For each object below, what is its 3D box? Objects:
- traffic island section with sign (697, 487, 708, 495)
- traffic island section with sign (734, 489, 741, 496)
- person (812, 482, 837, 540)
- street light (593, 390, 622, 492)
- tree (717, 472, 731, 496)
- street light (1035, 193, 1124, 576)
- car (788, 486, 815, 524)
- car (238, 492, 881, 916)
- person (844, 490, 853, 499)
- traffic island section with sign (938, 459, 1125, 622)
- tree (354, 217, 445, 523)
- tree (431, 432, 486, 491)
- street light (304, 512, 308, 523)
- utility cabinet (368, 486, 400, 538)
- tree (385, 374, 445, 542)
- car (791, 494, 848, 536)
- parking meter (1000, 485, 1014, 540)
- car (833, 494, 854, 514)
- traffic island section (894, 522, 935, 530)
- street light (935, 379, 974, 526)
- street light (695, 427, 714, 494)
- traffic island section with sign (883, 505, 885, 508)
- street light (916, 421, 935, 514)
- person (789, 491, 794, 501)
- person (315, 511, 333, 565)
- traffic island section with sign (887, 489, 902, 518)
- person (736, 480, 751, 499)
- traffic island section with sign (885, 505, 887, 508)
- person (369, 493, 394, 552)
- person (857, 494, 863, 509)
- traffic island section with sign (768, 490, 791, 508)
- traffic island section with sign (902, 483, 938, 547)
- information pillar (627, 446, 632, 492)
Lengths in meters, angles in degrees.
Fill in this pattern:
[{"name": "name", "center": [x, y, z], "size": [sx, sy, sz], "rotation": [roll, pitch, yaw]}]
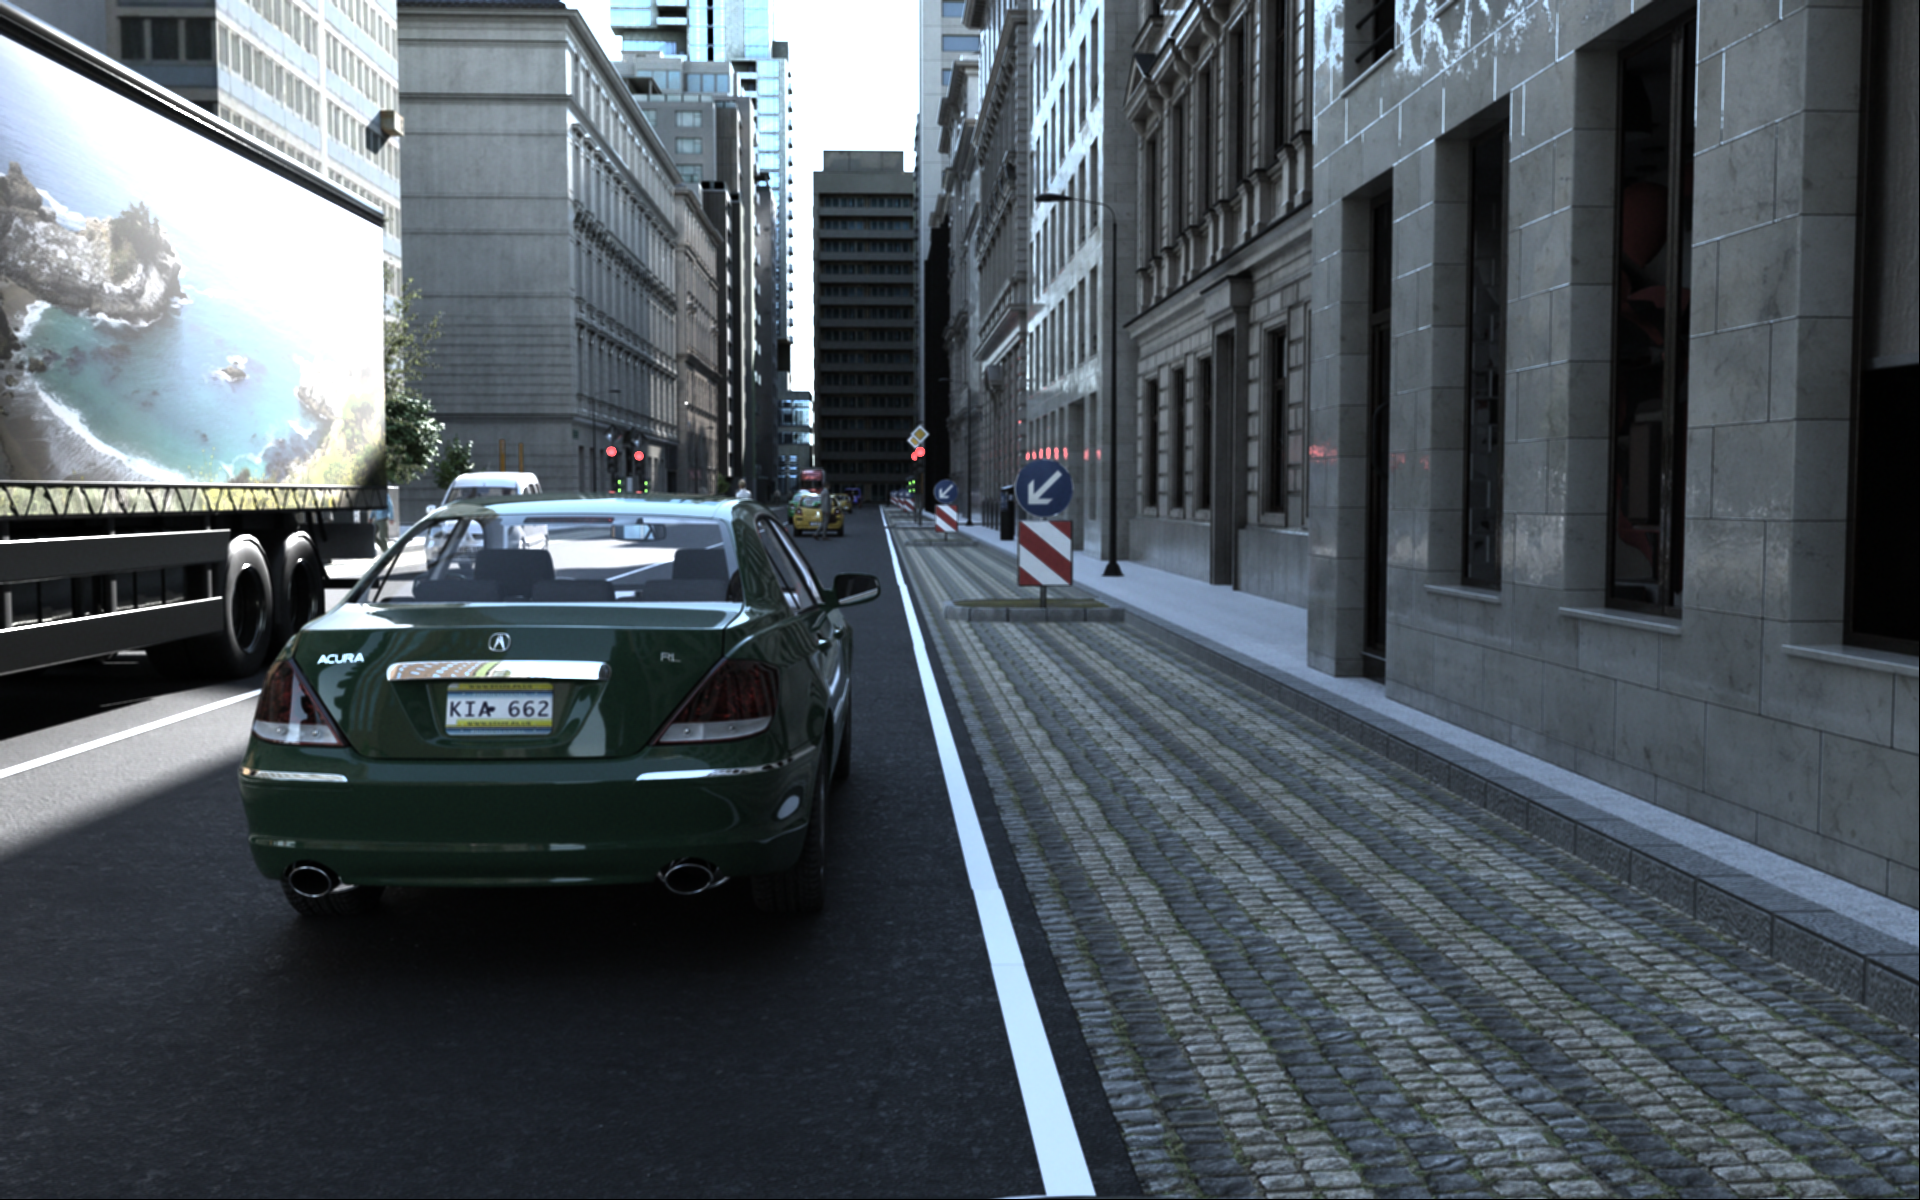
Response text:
[{"name": "traffic island section with sign", "center": [-15.166, -5.728, 102.278], "size": [1.989, 1.847, 2.006], "rotation": [0, 4, -3]}, {"name": "traffic island section with sign", "center": [-16.467, -7.380, 129.283], "size": [1.989, 1.847, 2.006], "rotation": [0, 4, -3]}, {"name": "person", "center": [-4.174, -2.773, 53.954], "size": [0.853, 1.813, 0.709], "rotation": [-2, 4, -25]}, {"name": "street light", "center": [-15.740, -6.398, 77.154], "size": [1.470, 5.913, 1.316], "rotation": [0, 4, -3]}, {"name": "tree", "center": [-20.913, -9.530, 150.419], "size": [1.663, 3.219, 1.824], "rotation": [0, 3, 0]}, {"name": "street light", "center": [1.854, -3.327, 26.945], "size": [1.470, 5.913, 1.316], "rotation": [0, 4, -3]}, {"name": "car", "center": [-7.419, -4.635, 84.582], "size": [1.959, 1.807, 4.718], "rotation": [0, 4, -2]}, {"name": "car", "center": [-1.410, 0.272, 7.344], "size": [2.131, 1.459, 4.920], "rotation": [0, 4, -2]}, {"name": "person", "center": [-10.559, -9.308, 160.651], "size": [1.348, 1.831, 0.705], "rotation": [1, 4, 8]}, {"name": "traffic island section with sign", "center": [0.802, -0.706, 20.170], "size": [1.989, 1.847, 2.006], "rotation": [0, 4, -3]}, {"name": "tree", "center": [-14.784, -5.624, 42.317], "size": [4.360, 8.622, 3.978], "rotation": [0, 3, 0]}, {"name": "tree", "center": [-15.588, -3.638, 54.091], "size": [1.663, 3.219, 1.824], "rotation": [0, 3, 0]}, {"name": "street light", "center": [-13.844, -4.005, 38.017], "size": [1.470, 5.913, 1.316], "rotation": [0, 4, -3]}, {"name": "utility cabinet", "center": [-16.499, -2.503, 49.605], "size": [0.318, 1.500, 1.173], "rotation": [1, 4, 13]}, {"name": "tree", "center": [-15.710, -3.871, 47.008], "size": [4.285, 4.588, 4.351], "rotation": [0, 3, 0]}, {"name": "car", "center": [-4.879, -3.045, 60.005], "size": [2.015, 1.641, 3.980], "rotation": [0, 4, -3]}, {"name": "parking meter", "center": [1.313, -2.433, 48.183], "size": [0.372, 1.533, 0.369], "rotation": [0, 3, 0]}, {"name": "car", "center": [-8.901, -7.255, 128.836], "size": [2.015, 1.641, 3.980], "rotation": [0, 4, -1]}, {"name": "traffic island section", "center": [-1.592, -2.923, 70.074], "size": [2.009, 0.180, 2.903], "rotation": [0, 4, -3]}, {"name": "street light", "center": [-0.155, -5.951, 69.834], "size": [1.470, 5.913, 1.316], "rotation": [0, 4, -3]}, {"name": "street light", "center": [-17.746, -9.022, 120.049], "size": [1.470, 5.913, 1.316], "rotation": [0, 4, -3]}, {"name": "traffic island section with sign", "center": [-6.839, -10.463, 179.689], "size": [1.989, 1.847, 2.006], "rotation": [0, 4, -3]}, {"name": "street light", "center": [-2.129, -8.427, 110.320], "size": [1.470, 5.913, 1.316], "rotation": [0, 4, -3]}, {"name": "person", "center": [-18.754, -11.255, 193.230], "size": [0.721, 1.736, 1.217], "rotation": [2, 4, 25]}, {"name": "person", "center": [-12.972, -1.640, 35.119], "size": [0.447, 1.846, 0.655], "rotation": [0, 4, -3]}, {"name": "traffic island section with sign", "center": [-3.148, -5.749, 102.621], "size": [1.989, 1.847, 2.006], "rotation": [0, 4, -3]}, {"name": "person", "center": [-5.542, -2.185, 44.449], "size": [0.478, 1.798, 0.641], "rotation": [-2, 4, -25]}, {"name": "traffic island section with sign", "center": [-4.447, -7.406, 129.721], "size": [1.989, 1.847, 2.006], "rotation": [0, 4, -3]}, {"name": "person", "center": [-12.160, -1.688, 36.445], "size": [0.444, 1.785, 0.601], "rotation": [-3, 5, -42]}, {"name": "person", "center": [-9.753, -9.670, 169.833], "size": [0.421, 1.427, 0.697], "rotation": [-3, 4, -38]}, {"name": "traffic island section with sign", "center": [-18.855, -10.437, 179.264], "size": [1.989, 1.847, 2.006], "rotation": [0, 4, -3]}, {"name": "traffic island section with sign", "center": [-0.520, -2.394, 47.764], "size": [1.989, 1.847, 2.006], "rotation": [0, 4, -3]}, {"name": "information pillar", "center": [-16.292, -5.751, 85.386], "size": [0.183, 3.616, 0.504], "rotation": [1, 4, 11]}]
